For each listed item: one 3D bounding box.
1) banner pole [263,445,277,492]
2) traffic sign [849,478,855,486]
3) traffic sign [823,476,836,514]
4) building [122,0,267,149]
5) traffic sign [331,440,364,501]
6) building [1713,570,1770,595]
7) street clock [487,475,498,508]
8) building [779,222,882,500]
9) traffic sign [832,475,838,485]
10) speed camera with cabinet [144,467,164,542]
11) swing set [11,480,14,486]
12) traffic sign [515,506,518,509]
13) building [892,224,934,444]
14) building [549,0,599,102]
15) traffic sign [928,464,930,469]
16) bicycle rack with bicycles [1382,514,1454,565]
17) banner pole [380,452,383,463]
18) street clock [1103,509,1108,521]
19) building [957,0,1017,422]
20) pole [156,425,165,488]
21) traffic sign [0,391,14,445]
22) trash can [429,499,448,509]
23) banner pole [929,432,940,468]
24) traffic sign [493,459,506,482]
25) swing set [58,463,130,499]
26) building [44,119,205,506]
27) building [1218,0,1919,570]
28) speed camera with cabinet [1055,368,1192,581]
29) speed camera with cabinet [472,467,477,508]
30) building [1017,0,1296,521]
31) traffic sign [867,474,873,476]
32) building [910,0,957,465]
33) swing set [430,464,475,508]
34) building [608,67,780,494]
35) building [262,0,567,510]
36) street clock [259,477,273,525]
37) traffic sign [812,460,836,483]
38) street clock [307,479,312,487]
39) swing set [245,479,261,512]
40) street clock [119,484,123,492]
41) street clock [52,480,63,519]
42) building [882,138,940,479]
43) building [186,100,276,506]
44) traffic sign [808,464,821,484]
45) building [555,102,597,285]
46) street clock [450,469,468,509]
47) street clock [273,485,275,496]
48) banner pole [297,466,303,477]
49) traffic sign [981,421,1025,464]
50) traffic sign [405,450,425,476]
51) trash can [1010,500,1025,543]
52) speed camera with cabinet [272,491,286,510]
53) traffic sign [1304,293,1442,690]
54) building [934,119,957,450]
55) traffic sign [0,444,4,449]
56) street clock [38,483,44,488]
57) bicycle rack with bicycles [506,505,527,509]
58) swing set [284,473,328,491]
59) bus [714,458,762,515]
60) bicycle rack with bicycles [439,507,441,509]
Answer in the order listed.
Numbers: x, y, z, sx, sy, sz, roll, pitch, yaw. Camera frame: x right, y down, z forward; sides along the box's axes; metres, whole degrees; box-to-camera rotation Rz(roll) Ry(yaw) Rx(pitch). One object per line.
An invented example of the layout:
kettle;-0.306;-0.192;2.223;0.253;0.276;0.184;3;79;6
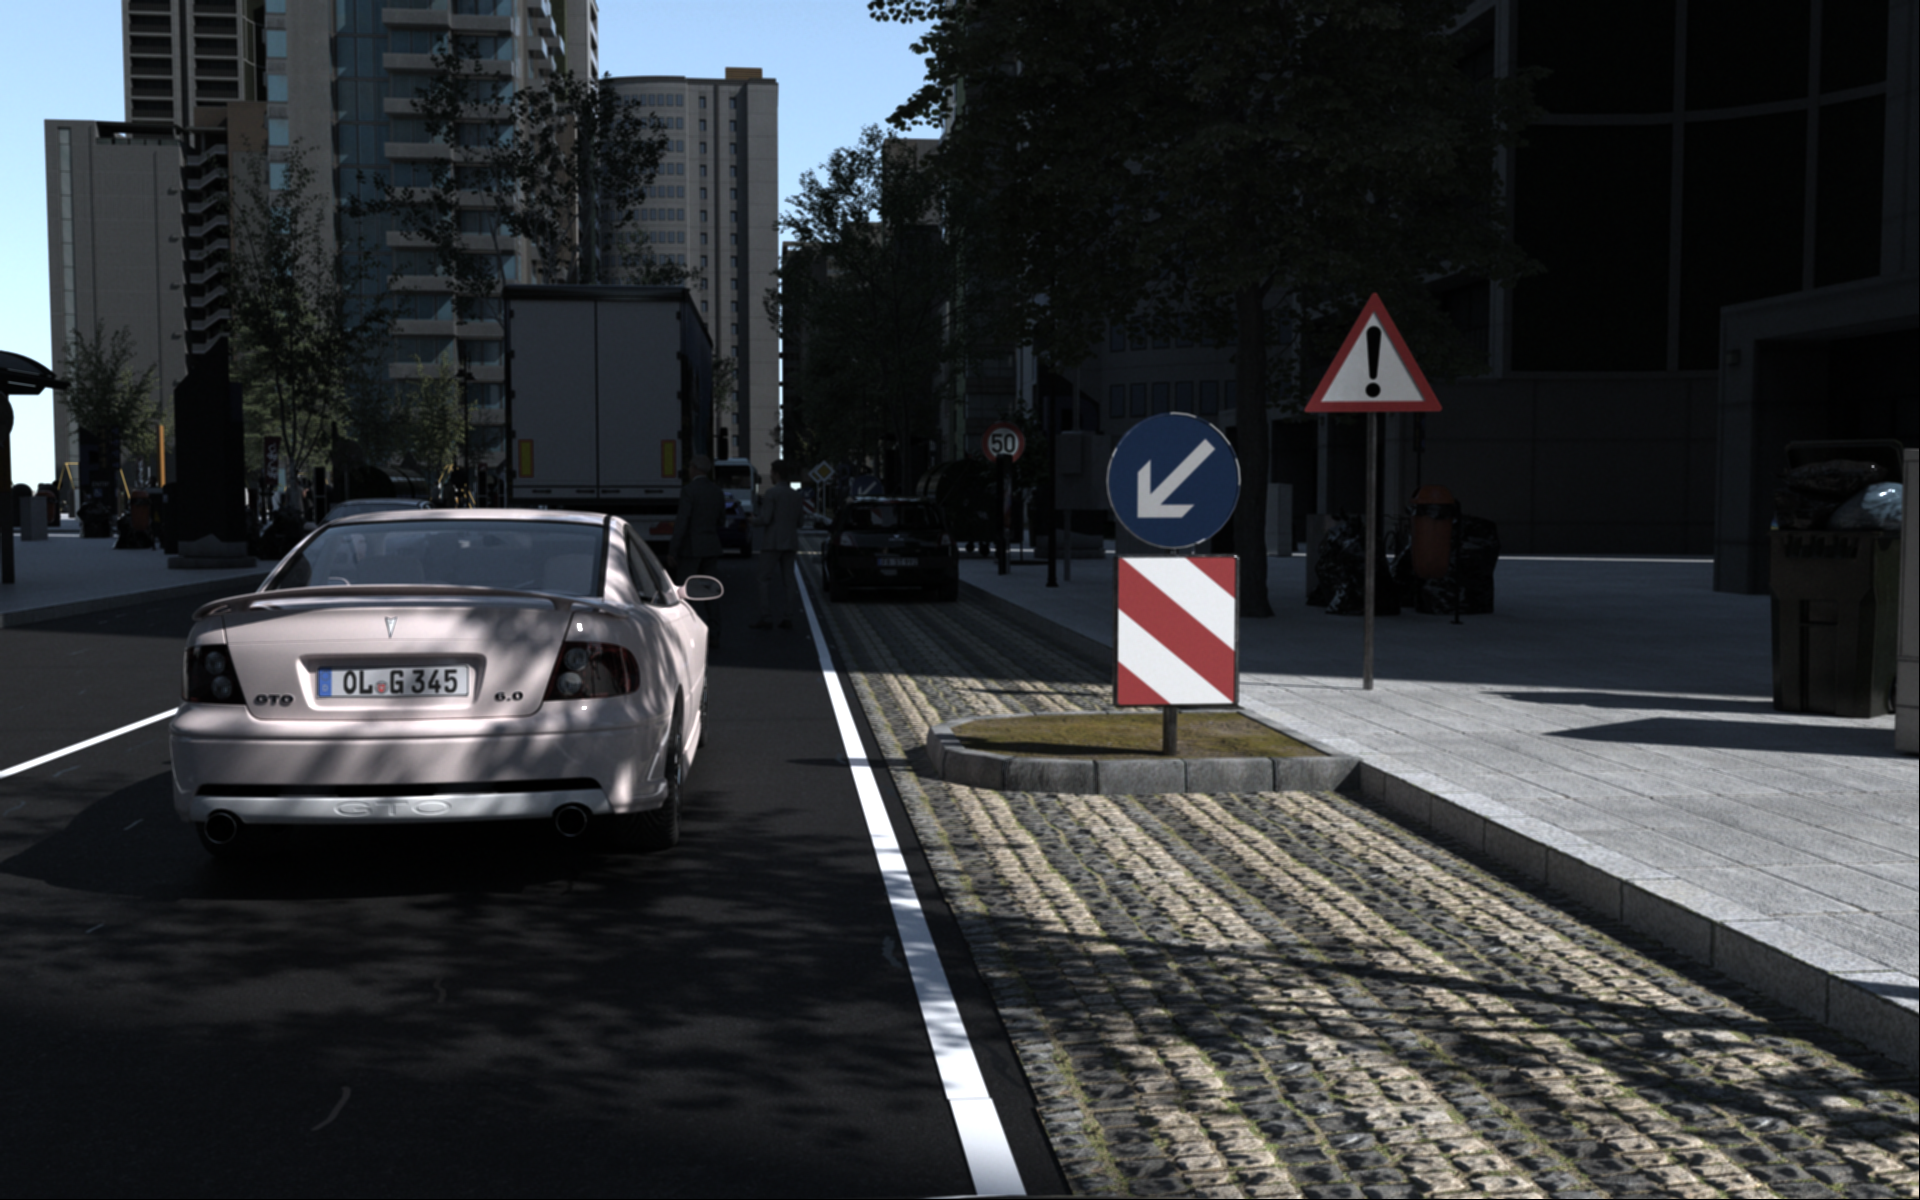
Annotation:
banner pole;-35.207;-6.011;88.290;0.401;3.779;0.863;3;5;44
traffic sign;-6.456;-6.333;105.668;0.606;2.300;0.079;0;3;0
traffic sign;-8.284;-6.774;110.754;0.884;2.594;0.081;0;4;1
building;-98.499;-48.648;233.646;20.611;71.187;20.563;0;4;-6
traffic sign;-14.300;-2.466;40.426;0.768;2.556;0.104;0;4;-3
building;21.188;-35.064;11.551;20.563;71.187;20.611;0;4;-6
street clock;-17.767;-3.739;65.701;0.471;2.002;0.358;2;4;26
building;-13.994;-34.137;250.026;23.993;40.220;32.217;0;4;-6
traffic sign;-8.530;-7.202;117.863;0.768;2.556;0.104;0;4;-2
speed camera with cabinet;-20.767;-3.164;46.062;2.038;3.252;0.660;2;4;23
swing set;-46.816;-5.222;83.001;2.862;2.851;3.119;1;4;9
traffic sign;-16.696;-3.979;65.165;0.768;2.556;0.104;0;4;-4
building;-0.472;-25.433;187.532;14.160;30.474;14.107;0;4;-6
building;-54.573;-39.773;192.286;28.212;58.520;21.231;0;4;-6
traffic sign;-1.282;-4.470;73.194;0.768;2.556;0.104;0;4;-5
bicycle rack with bicycles;7.356;-1.022;30.096;2.852;0.926;2.925;1;4;12
banner pole;-34.128;-6.861;102.196;0.401;3.779;0.863;-1;4;-13
street clock;6.121;-4.178;72.883;0.358;2.002;0.471;1;4;14
building;6.571;-26.310;113.757;14.154;41.232;14.086;0;4;-6
pole;-23.768;-3.529;51.538;0.158;3.312;0.155;0;3;0
traffic sign;-11.333;-1.220;20.053;0.768;2.556;0.104;0;4;1
trash can;-15.412;-2.402;50.926;0.748;1.137;0.748;0;3;0
banner pole;-0.998;-4.851;69.335;0.401;3.779;0.863;2;4;34
traffic sign;-15.112;-3.385;57.531;0.795;2.593;0.064;0;4;-6
swing set;-44.262;-5.538;88.164;2.862;2.851;3.119;2;4;32
building;-91.243;-31.141;192.750;14.086;41.232;14.154;0;4;-6
building;18.882;-36.806;40.027;20.563;71.187;20.611;0;4;-6
speed camera with cabinet;2.368;-1.888;25.212;2.038;3.252;0.660;3;4;36
speed camera with cabinet;-34.178;-7.844;122.585;0.660;3.252;2.038;0;4;-5
building;17.948;-33.141;83.857;28.212;58.520;21.231;0;4;-6
traffic sign;-5.825;-6.780;110.955;0.768;2.556;0.104;0;4;-1
building;6.570;-52.034;163.430;22.319;86.520;31.000;0;4;-6
swing set;-27.062;-5.779;92.104;2.862;2.851;3.119;-1;4;-22
building;-39.413;-42.800;241.784;28.212;58.520;21.231;0;4;-6
building;-46.817;-32.581;152.308;23.786;49.044;30.456;0;4;-6
street clock;-29.050;-4.139;72.243;0.358;2.002;0.471;0;4;-6
traffic sign;-4.578;-3.453;58.653;0.795;2.593;0.064;0;4;-6
street clock;-31.939;-4.898;84.646;0.471;2.002;0.358;-2;4;-35
swing set;-33.755;-5.006;79.463;2.862;2.851;3.119;-3;4;-38
street clock;-59.368;-7.222;122.652;0.358;2.002;0.471;-2;4;-23
street clock;-47.266;-5.269;90.725;0.471;2.002;0.358;-3;4;-37
building;-2.220;-31.742;202.569;14.154;41.232;14.086;0;4;-6
building;-76.521;-33.266;194.014;14.200;45.320;14.600;0;4;-6
traffic sign;-5.442;-3.939;66.592;0.795;2.593;0.064;0;4;-6
building;-44.511;-30.065;175.157;14.154;41.232;14.086;0;4;-6
street clock;-14.687;-2.829;50.823;0.471;2.002;0.358;1;4;16
street clock;-32.883;-4.775;82.640;0.358;2.002;0.471;-2;4;-30
banner pole;-50.630;-8.741;132.934;0.401;3.779;0.863;1;4;16
traffic sign;0.758;-1.854;30.418;0.768;2.556;0.104;0;4;0
traffic sign;-16.387;-3.154;51.575;0.884;2.594;0.081;0;4;-3
trash can;1.357;-2.053;45.217;0.748;1.137;0.748;0;3;0
speed camera with cabinet;-40.436;-6.704;103.945;0.660;3.252;2.038;1;4;17
traffic sign;2.678;-0.691;11.295;0.884;2.594;0.081;0;4;3
building;5.919;-22.293;136.199;14.160;30.474;14.107;0;4;-6
traffic sign;-11.679;-1.246;20.377;0.884;2.594;0.081;0;4;3
street clock;-61.495;-6.816;116.009;0.358;2.002;0.471;0;4;4
bicycle rack with bicycles;-26.575;-5.347;100.801;2.852;0.926;2.925;-3;5;-42
swing set;-49.347;-8.133;130.587;3.119;2.851;2.862;1;4;12
bus;-12.483;-6.132;95.123;2.948;3.499;13.247;0;4;-6
bicycle rack with bicycles;-32.234;-5.536;103.893;2.852;0.926;2.925;1;4;23
